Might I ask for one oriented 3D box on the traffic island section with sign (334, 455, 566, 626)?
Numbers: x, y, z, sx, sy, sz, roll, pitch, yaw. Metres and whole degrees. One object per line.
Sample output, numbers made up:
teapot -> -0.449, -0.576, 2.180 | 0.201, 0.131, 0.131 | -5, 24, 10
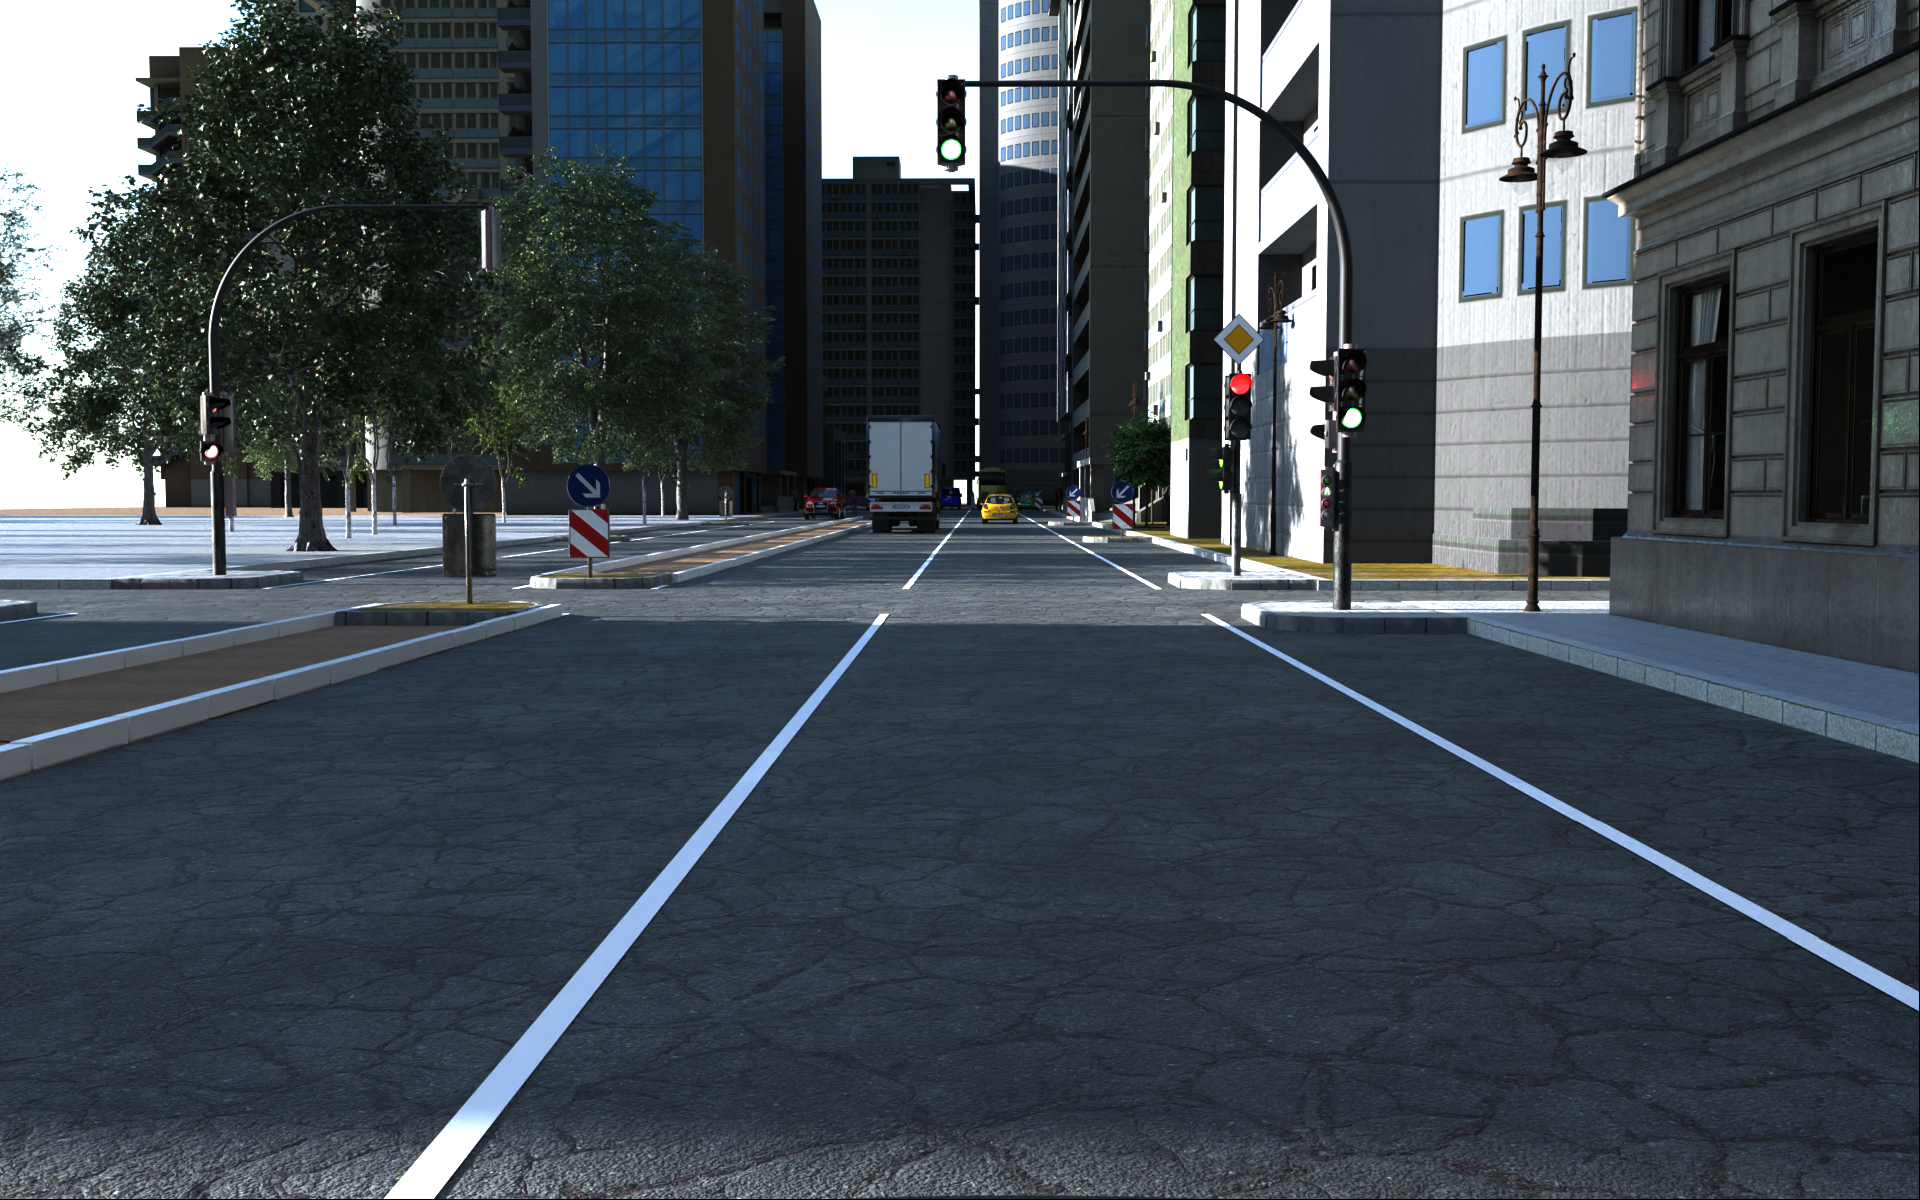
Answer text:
traffic island section with sign -> -5.759, -0.705, 19.659 | 2.006, 1.907, 1.989 | 0, 4, 1

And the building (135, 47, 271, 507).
building -> -70.755, -31.897, 171.624 | 14.200, 45.320, 14.600 | 0, 4, 1

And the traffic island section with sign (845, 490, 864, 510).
traffic island section with sign -> -9.724, -9.046, 156.524 | 1.989, 1.847, 2.006 | 0, 4, 1

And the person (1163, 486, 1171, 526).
person -> 8.470, -3.902, 69.195 | 0.648, 1.900, 0.474 | -3, 5, -39

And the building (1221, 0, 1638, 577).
building -> 20.776, -30.125, 34.547 | 28.212, 58.520, 21.231 | 0, 4, 1

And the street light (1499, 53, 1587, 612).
street light -> 6.267, -2.813, 18.783 | 0.468, 5.910, 1.993 | 0, 4, 1

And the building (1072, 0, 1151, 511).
building -> 18.631, -29.984, 113.943 | 21.300, 48.544, 21.600 | 0, 4, 1

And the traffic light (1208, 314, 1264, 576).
traffic light -> 4.328, -2.339, 27.158 | 0.839, 4.253, 0.868 | 0, 4, 1

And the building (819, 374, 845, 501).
building -> -27.566, -52.201, 166.163 | 31.000, 86.520, 22.319 | 0, 4, 1

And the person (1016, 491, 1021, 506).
person -> 5.941, -10.015, 173.028 | 0.721, 1.735, 1.217 | -2, 4, -33

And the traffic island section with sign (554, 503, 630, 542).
traffic island section with sign -> -11.109, -2.684, 52.513 | 1.989, 1.847, 2.006 | 0, 4, 1

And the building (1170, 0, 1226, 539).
building -> 13.673, -17.366, 55.635 | 14.160, 30.474, 14.107 | 0, 4, 1

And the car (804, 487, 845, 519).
car -> -7.790, -5.587, 100.028 | 2.281, 1.827, 5.304 | 0, 4, 1

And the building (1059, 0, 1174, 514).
building -> 24.400, -27.271, 137.755 | 32.217, 40.220, 23.993 | 0, 4, 1

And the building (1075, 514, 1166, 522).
building -> 22.291, -24.094, 85.823 | 32.217, 40.220, 23.993 | 0, 4, 1

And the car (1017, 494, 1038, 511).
car -> 5.734, -8.336, 145.091 | 1.959, 1.807, 4.718 | 0, 4, 1

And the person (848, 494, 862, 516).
person -> -6.934, -6.277, 114.360 | 0.991, 1.433, 0.599 | -1, 4, -23

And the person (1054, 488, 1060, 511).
person -> 7.636, -7.867, 135.188 | 0.721, 1.766, 1.217 | 0, 4, -6

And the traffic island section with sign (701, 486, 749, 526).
traffic island section with sign -> -10.759, -4.338, 79.549 | 1.989, 1.847, 2.006 | 0, 4, 1

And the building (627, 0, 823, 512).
building -> -19.352, -30.482, 148.485 | 14.600, 45.320, 14.200 | 0, 4, 1

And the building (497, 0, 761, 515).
building -> -20.130, -28.101, 109.558 | 14.600, 45.320, 14.200 | 0, 4, 1

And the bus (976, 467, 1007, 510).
bus -> 2.945, -10.215, 158.567 | 2.896, 3.916, 12.252 | 0, 4, 1

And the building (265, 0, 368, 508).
building -> -53.384, -44.641, 168.132 | 20.611, 71.187, 20.563 | 0, 4, 1

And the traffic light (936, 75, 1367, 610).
traffic light -> 2.129, -2.715, 19.060 | 4.771, 5.953, 1.251 | 0, 4, 1

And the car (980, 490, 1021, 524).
car -> 1.947, -4.510, 83.957 | 2.015, 1.641, 3.980 | 0, 4, 3

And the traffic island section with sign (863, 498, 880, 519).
traffic island section with sign -> -4.657, -5.753, 102.198 | 2.006, 1.907, 1.989 | 0, 4, 1

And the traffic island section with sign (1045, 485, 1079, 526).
traffic island section with sign -> 5.074, -4.346, 79.691 | 1.989, 1.847, 2.006 | 0, 4, 1

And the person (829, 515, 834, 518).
person -> -7.747, -5.839, 104.679 | 0.721, 1.736, 1.217 | 3, 4, 38

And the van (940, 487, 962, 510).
van -> -0.882, -9.506, 159.803 | 2.240, 2.365, 5.245 | 0, 4, -1

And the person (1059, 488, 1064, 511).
person -> 7.746, -7.590, 130.959 | 0.721, 1.723, 1.217 | 0, 4, 8

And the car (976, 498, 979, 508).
car -> 2.611, -10.295, 178.106 | 2.009, 1.686, 4.222 | 0, 4, 2

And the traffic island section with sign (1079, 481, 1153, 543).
traffic island section with sign -> 4.705, -2.647, 51.908 | 1.989, 1.847, 2.006 | 0, 4, 1

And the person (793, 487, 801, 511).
person -> -12.251, -7.549, 129.452 | 0.705, 1.826, 1.348 | 1, 4, 16

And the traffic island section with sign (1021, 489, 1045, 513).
traffic island section with sign -> 5.739, -7.383, 129.335 | 1.989, 1.847, 2.006 | 0, 4, 1

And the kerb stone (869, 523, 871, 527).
kerb stone -> -3.992, -3.140, 73.541 | 0.120, 0.150, 1.000 | 0, 4, 1

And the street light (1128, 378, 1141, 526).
street light -> 6.940, -5.883, 68.968 | 0.468, 5.910, 1.993 | 0, 4, 1

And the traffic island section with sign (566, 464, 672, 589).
traffic island section with sign -> -5.650, -1.158, 27.066 | 2.006, 1.907, 1.989 | 0, 4, 1

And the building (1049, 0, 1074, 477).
building -> 23.151, -35.098, 163.087 | 28.713, 52.752, 27.495 | 0, 4, 1

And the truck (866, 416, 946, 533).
truck -> -2.052, -4.807, 67.514 | 2.839, 4.237, 11.283 | 0, 4, 1

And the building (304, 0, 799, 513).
building -> -28.901, -26.729, 128.893 | 32.217, 40.220, 23.993 | 0, 4, 1

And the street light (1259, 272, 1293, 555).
street light -> 6.588, -3.883, 36.279 | 0.468, 5.910, 1.993 | 0, 4, 1

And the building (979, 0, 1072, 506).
building -> 16.268, -39.989, 195.827 | 28.212, 58.520, 21.231 | 0, 4, 1

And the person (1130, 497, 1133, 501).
person -> 10.146, -5.759, 103.465 | 1.065, 1.426, 0.557 | -1, 4, -17

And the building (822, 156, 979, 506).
building -> -9.762, -31.196, 201.941 | 23.993, 40.220, 32.217 | 0, 4, 1

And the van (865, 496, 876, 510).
van -> -7.435, -8.983, 153.890 | 2.013, 2.044, 4.112 | 0, 4, 0

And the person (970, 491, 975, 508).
person -> 1.250, -10.059, 173.632 | 0.621, 1.740, 0.551 | 0, 4, 4

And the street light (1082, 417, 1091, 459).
street light -> 7.417, -7.898, 101.919 | 0.468, 5.910, 1.993 | 0, 4, 1

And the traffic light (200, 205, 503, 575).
traffic light -> -9.639, -3.223, 27.363 | 4.771, 5.953, 1.251 | 0, 4, 1

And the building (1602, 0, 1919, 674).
building -> 11.511, -8.816, 8.776 | 10.561, 19.102, 19.286 | 0, 4, 1
